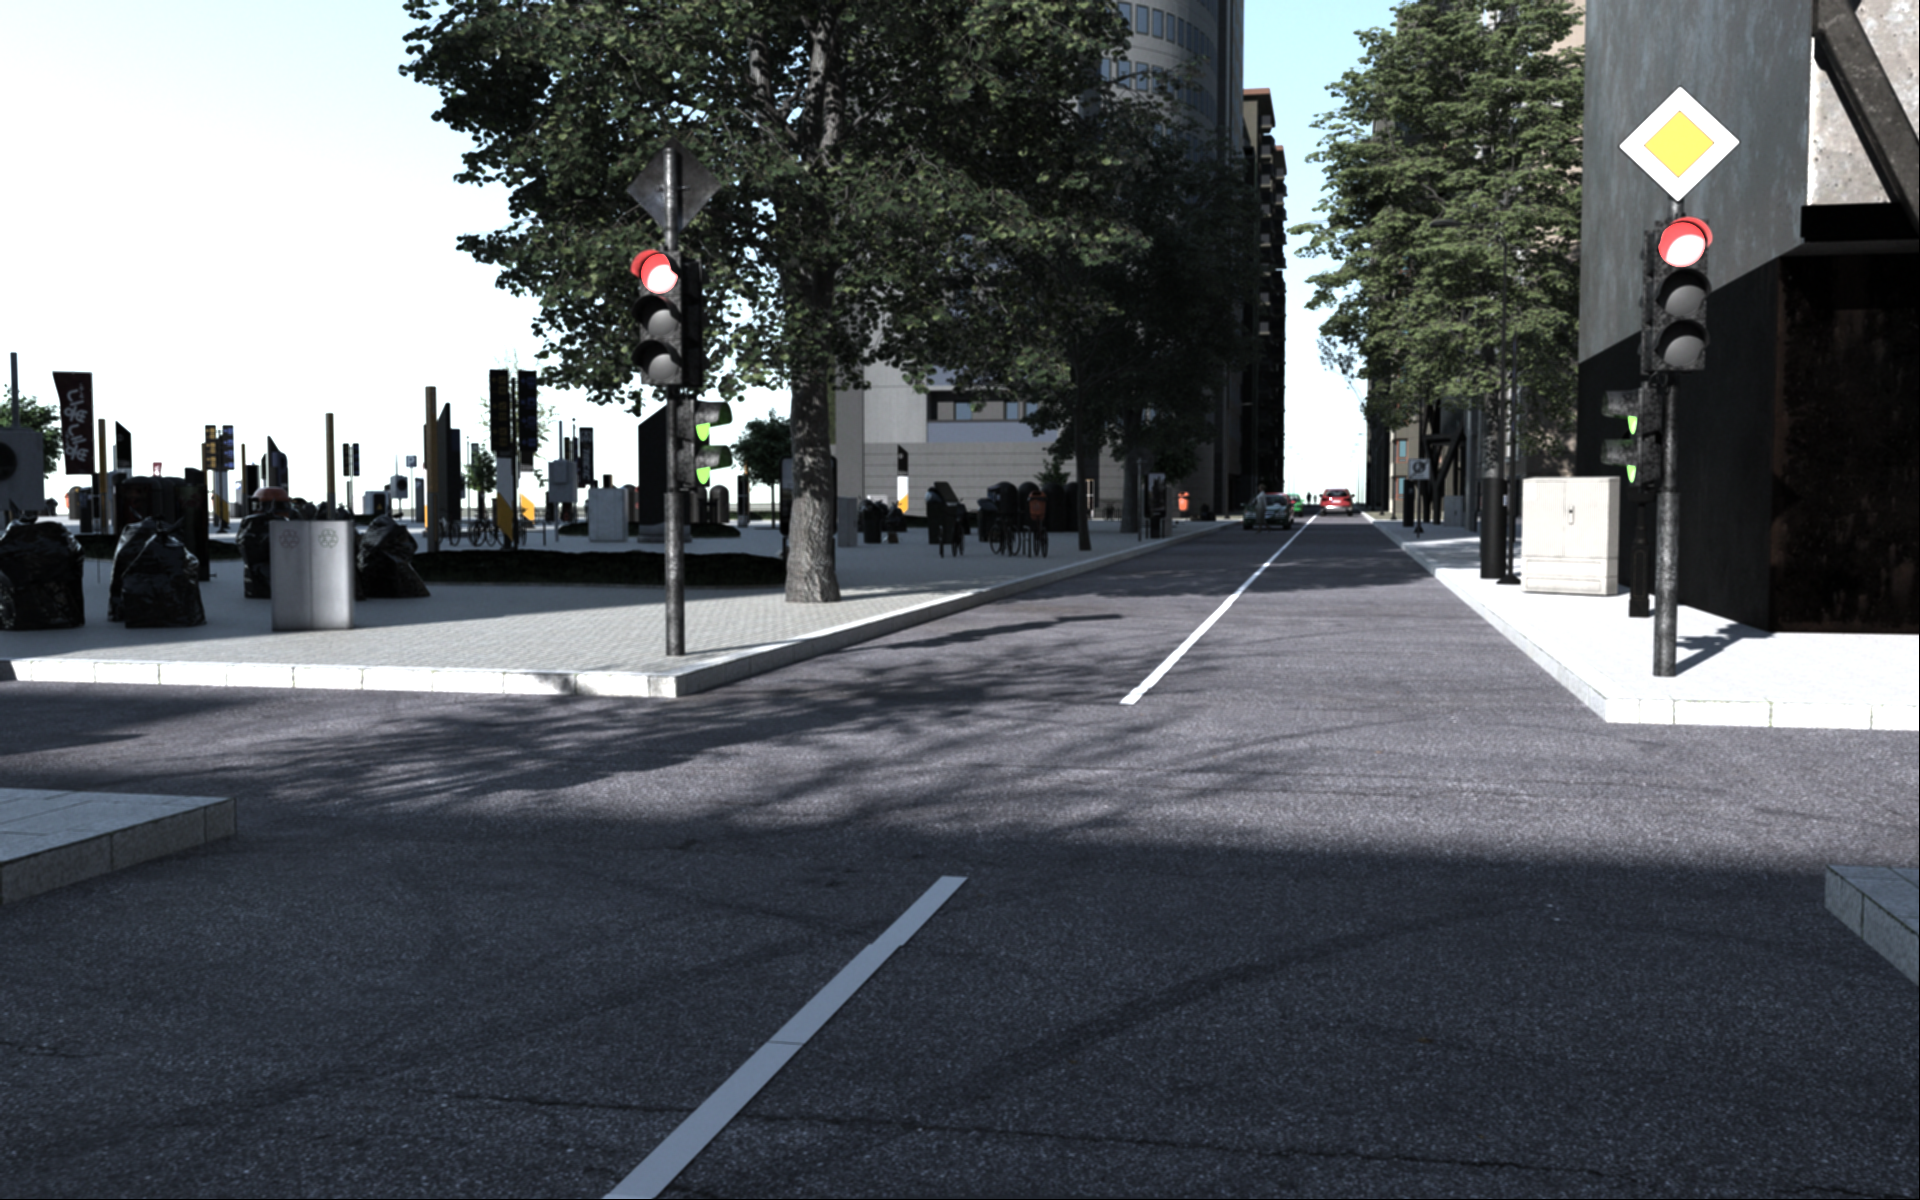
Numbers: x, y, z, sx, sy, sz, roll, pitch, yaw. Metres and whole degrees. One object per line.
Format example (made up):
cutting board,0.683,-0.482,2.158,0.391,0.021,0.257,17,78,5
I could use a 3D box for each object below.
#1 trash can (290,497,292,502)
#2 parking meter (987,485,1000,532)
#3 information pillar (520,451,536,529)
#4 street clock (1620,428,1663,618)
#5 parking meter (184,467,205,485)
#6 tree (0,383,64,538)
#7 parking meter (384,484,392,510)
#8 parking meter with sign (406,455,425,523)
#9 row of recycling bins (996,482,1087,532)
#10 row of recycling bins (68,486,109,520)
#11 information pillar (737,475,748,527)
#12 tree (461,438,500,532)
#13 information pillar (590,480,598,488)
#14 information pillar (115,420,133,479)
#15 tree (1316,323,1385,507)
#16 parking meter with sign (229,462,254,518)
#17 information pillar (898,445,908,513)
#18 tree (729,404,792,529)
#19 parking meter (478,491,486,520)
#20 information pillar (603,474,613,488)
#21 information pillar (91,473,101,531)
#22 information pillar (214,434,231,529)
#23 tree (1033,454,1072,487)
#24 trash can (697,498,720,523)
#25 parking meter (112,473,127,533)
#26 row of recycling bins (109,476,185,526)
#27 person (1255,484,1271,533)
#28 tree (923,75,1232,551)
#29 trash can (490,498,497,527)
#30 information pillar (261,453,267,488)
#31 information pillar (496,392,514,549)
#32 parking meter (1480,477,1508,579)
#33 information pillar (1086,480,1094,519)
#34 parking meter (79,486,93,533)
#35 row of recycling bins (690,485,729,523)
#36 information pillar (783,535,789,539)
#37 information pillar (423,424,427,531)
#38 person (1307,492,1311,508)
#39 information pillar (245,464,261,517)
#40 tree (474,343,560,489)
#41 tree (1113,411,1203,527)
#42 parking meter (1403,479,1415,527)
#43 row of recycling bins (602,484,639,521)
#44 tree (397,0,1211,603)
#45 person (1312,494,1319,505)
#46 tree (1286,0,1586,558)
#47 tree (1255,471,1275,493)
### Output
trash can,-35.030,-4.788,89.940,0.748,1.137,0.748,0,3,0
parking meter,0.970,-2.517,49.559,0.372,1.533,0.369,0,3,0
information pillar,-16.017,-4.453,64.162,0.504,3.616,0.183,-1,4,-21
street clock,7.095,-0.824,18.037,0.471,2.002,0.358,2,4,25
parking meter,-16.650,-1.958,37.732,0.399,1.863,0.255,2,4,28
tree,-28.071,-4.132,51.265,4.285,4.588,4.351,0,3,0
parking meter,-31.951,-5.566,96.711,0.399,1.863,0.255,-3,4,-36
parking meter with sign,-24.312,-5.031,78.519,0.543,3.016,1.738,1,4,21
row of recycling bins,2.733,-3.160,58.771,3.534,1.692,1.069,-2,4,-27
row of recycling bins,-43.047,-4.906,87.334,3.534,1.692,1.069,-1,4,-12
information pillar,-8.392,-3.815,66.866,0.304,2.012,0.304,1,4,21
tree,-16.272,-3.978,59.638,1.663,3.219,1.824,0,3,0
information pillar,-18.814,-5.175,89.097,0.304,2.012,0.304,3,4,39
information pillar,-26.472,-3.884,54.855,0.504,3.616,0.183,0,4,2
tree,41.972,-19.144,168.889,12.611,20.169,13.585,0,3,0
parking meter with sign,-38.414,-5.890,92.570,0.543,3.016,1.738,1,4,9
information pillar,-2.692,-5.492,81.155,0.504,3.616,0.183,0,4,-7
tree,-6.947,-4.899,63.818,4.285,4.588,4.351,0,3,0
parking meter,-24.047,-4.810,87.058,0.372,1.533,0.369,0,3,0
information pillar,-13.010,-3.639,63.993,0.304,2.012,0.304,0,4,3
information pillar,-29.587,-3.365,59.506,0.304,2.012,0.304,0,4,8
information pillar,-27.206,-4.432,63.812,0.504,3.616,0.183,-3,5,-41
tree,4.457,-5.234,80.172,1.663,3.219,1.824,0,3,0
trash can,-8.316,-2.787,57.219,0.748,1.137,0.748,0,3,0
parking meter,-23.147,-2.570,47.734,0.399,1.863,0.255,3,4,36
row of recycling bins,-18.420,-2.008,39.948,1.069,1.692,3.534,-1,4,-9
person,11.098,-3.345,63.411,0.641,1.798,0.478,0,4,5
tree,2.505,-6.407,39.172,7.601,10.594,8.767,0,4,1
trash can,-16.866,-3.177,63.599,0.748,1.137,0.748,0,3,0
information pillar,-39.143,-6.490,97.462,0.183,3.616,0.504,0,4,5
information pillar,-10.447,-2.957,39.708,0.183,3.616,0.504,1,4,22
parking meter,8.104,-1.093,26.277,0.372,1.533,0.369,0,3,0
information pillar,6.628,-5.139,88.521,0.304,2.012,0.304,-2,4,-26
parking meter,-28.795,-2.975,57.051,0.372,1.533,0.369,0,3,0
row of recycling bins,-11.892,-4.212,75.986,3.534,1.692,1.069,-1,4,-16
information pillar,-4.921,-2.770,49.782,0.304,2.012,0.304,0,4,-1
information pillar,-17.875,-4.092,58.258,0.183,3.616,0.504,1,4,11
person,37.176,-10.708,184.499,0.541,1.710,0.530,0,4,-6
information pillar,-17.584,-2.363,43.129,0.304,2.012,0.304,-1,4,-12
tree,-21.240,-8.167,83.897,4.737,8.622,4.395,0,3,0
tree,7.679,-5.107,67.213,4.285,4.588,4.351,0,3,0
parking meter,17.598,-3.802,67.870,0.399,1.863,0.255,-1,4,-20
row of recycling bins,-13.409,-3.943,71.579,3.534,1.692,1.069,2,4,29
tree,-1.872,-6.949,20.265,9.857,13.997,8.962,0,3,0
person,45.991,-12.990,224.149,0.557,1.426,1.065,-3,4,-36
tree,10.254,-7.119,34.527,7.486,12.596,7.792,0,3,0
tree,26.232,-9.391,148.151,1.663,3.219,1.824,0,3,0
